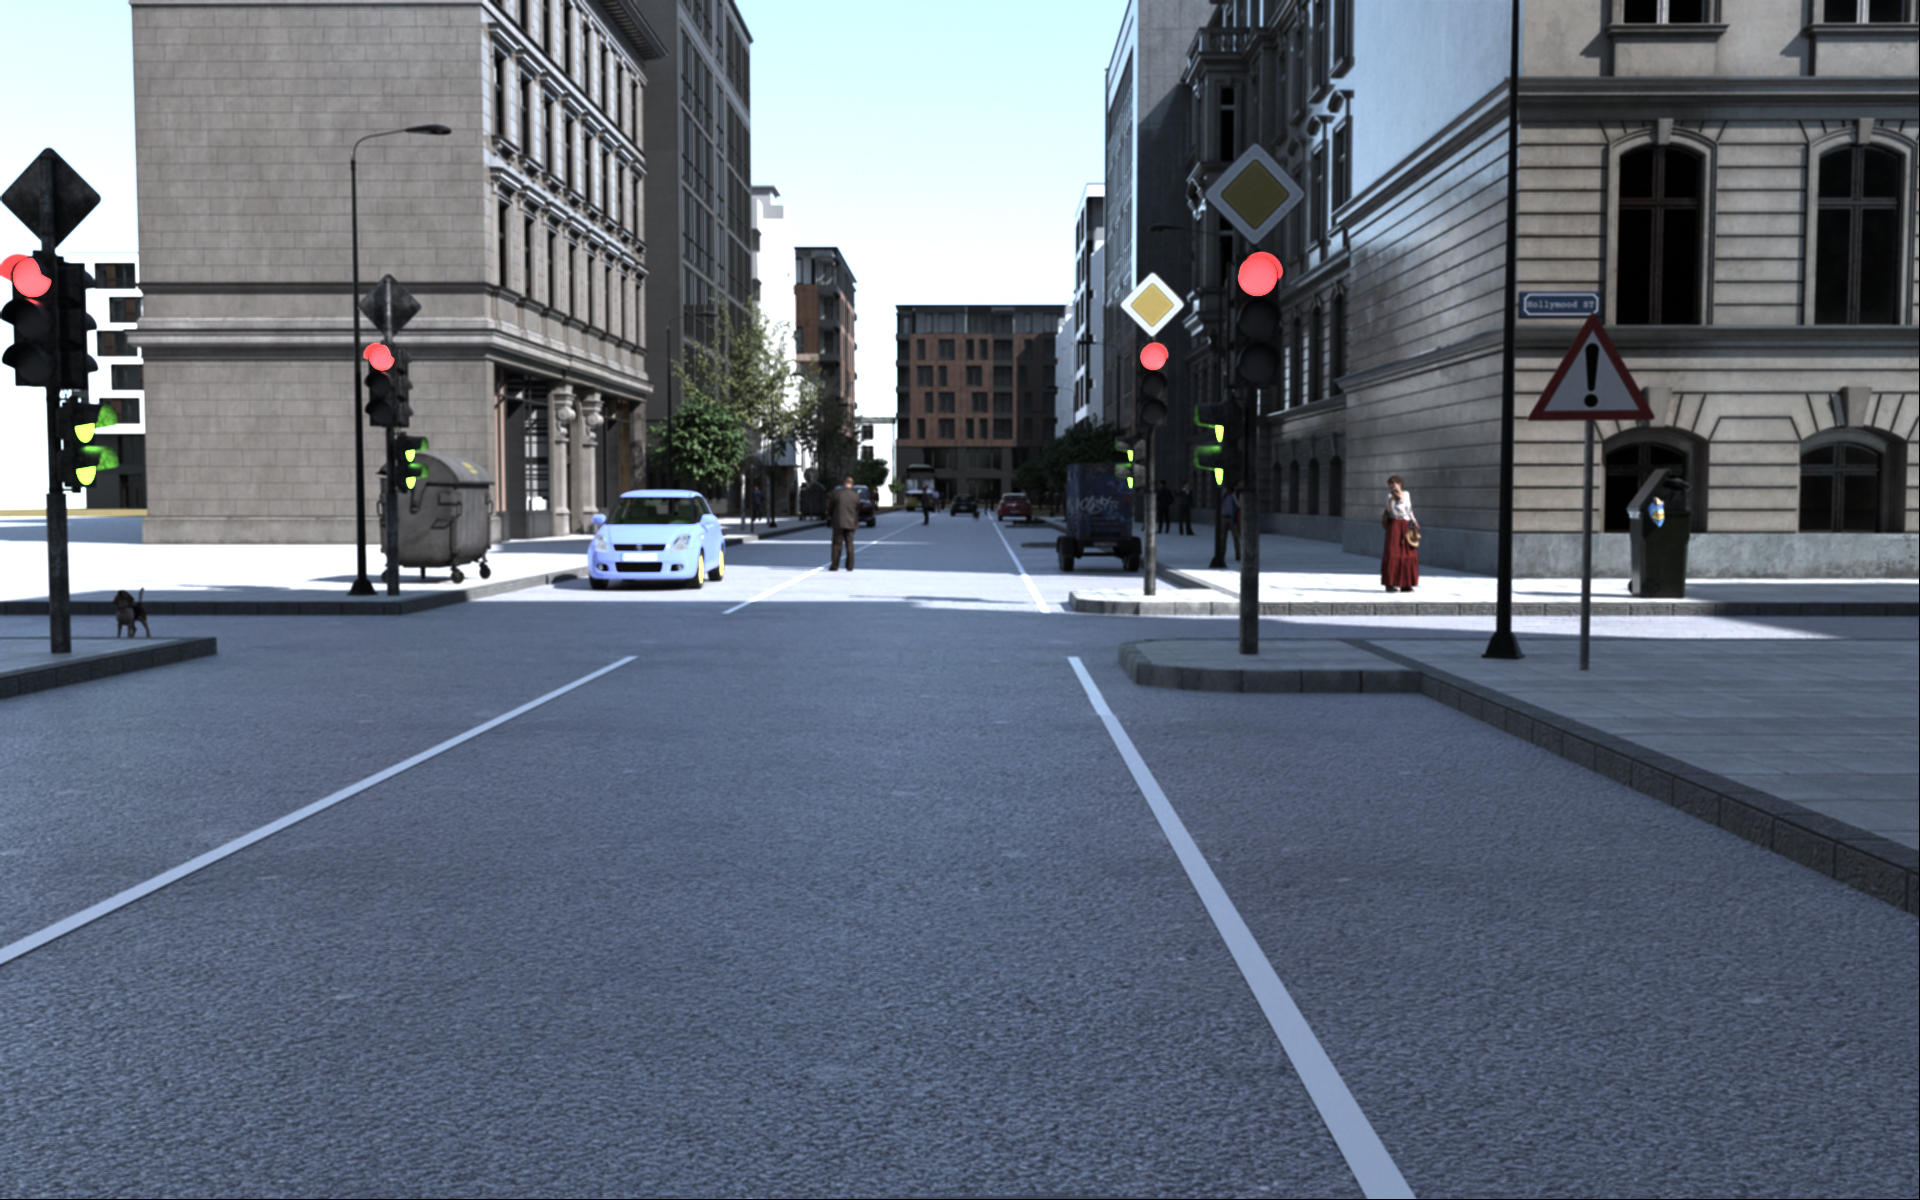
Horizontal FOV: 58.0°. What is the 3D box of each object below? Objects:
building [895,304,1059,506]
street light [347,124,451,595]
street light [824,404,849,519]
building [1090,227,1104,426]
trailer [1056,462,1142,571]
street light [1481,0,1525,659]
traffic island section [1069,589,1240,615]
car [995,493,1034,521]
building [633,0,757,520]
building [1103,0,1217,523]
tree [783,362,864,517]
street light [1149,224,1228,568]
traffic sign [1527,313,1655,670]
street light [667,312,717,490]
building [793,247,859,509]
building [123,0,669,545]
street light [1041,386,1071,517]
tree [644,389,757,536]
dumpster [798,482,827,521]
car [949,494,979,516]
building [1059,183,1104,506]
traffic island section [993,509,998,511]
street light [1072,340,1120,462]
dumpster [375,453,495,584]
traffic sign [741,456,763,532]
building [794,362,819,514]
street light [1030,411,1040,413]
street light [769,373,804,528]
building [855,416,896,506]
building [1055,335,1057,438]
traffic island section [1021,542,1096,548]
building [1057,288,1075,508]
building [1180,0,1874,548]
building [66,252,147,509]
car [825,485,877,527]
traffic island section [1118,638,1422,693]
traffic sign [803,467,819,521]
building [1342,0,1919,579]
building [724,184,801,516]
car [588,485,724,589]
[{"bbox_3d":[9.391,-21.605,197.212,32.646,21.610,27.936,0,4,1],"label":"building"},{"bbox_3d":[-7.079,-3.018,21.891,1.470,5.913,1.316,0,4,1],"label":"street light"},{"bbox_3d":[-6.423,-7.132,89.155,1.470,5.913,1.316,0,4,1],"label":"street light"},{"bbox_3d":[16.269,-15.405,108.285,16.016,20.091,11.380,0,4,1],"label":"building"},{"bbox_3d":[2.580,-1.598,33.168,1.471,1.999,3.904,0,4,-1],"label":"trailer"},{"bbox_3d":[3.732,-2.502,13.455,1.470,5.913,1.316,0,4,1],"label":"street light"},{"bbox_3d":[2.422,0.022,21.915,2.009,0.180,2.903,0,4,1],"label":"traffic island section"},{"bbox_3d":[2.943,-5.164,93.463,2.155,1.783,4.494,0,4,1],"label":"car"},{"bbox_3d":[-17.585,-17.313,76.579,14.314,27.812,24.014,0,4,1],"label":"building"},{"bbox_3d":[13.952,-16.449,86.958,12.078,24.808,19.932,0,4,1],"label":"building"},{"bbox_3d":[-7.916,-8.886,95.643,4.360,8.622,3.978,0,3,0],"label":"tree"},{"bbox_3d":[3.947,-3.512,29.962,1.470,5.913,1.316,0,4,1],"label":"street light"},{"bbox_3d":[4.555,-0.768,12.563,0.884,2.594,0.081,0,4,6],"label":"traffic sign"},{"bbox_3d":[-6.885,-4.387,44.270,1.470,5.913,1.316,0,4,1],"label":"street light"},{"bbox_3d":[-26.265,-19.162,157.268,32.646,21.610,27.936,0,4,1],"label":"building"},{"bbox_3d":[-16.273,-11.846,44.590,10.553,20.767,40.483,0,4,1],"label":"building"},{"bbox_3d":[4.367,-6.228,74.374,1.470,5.913,1.316,0,4,1],"label":"street light"},{"bbox_3d":[-7.880,-4.263,53.410,4.285,4.588,4.351,0,3,0],"label":"tree"},{"bbox_3d":[-7.093,-4.737,83.203,1.264,1.857,1.865,0,4,0],"label":"dumpster"},{"bbox_3d":[0.264,-6.406,114.522,2.009,1.686,4.222,0,4,2],"label":"car"},{"bbox_3d":[22.410,-17.503,130.152,27.936,21.610,32.646,0,4,1],"label":"building"},{"bbox_3d":[3.667,-7.817,150.673,1.991,0.108,1.994,0,4,1],"label":"traffic island section"},{"bbox_3d":[4.251,-4.891,52.504,1.470,5.913,1.316,0,4,1],"label":"street light"},{"bbox_3d":[-7.700,-1.205,25.452,1.264,1.857,1.865,0,4,1],"label":"dumpster"},{"bbox_3d":[-6.948,-3.530,57.828,0.768,2.556,0.104,1,4,9],"label":"traffic sign"},{"bbox_3d":[-14.642,-11.148,124.423,9.099,9.664,28.070,0,4,1],"label":"building"},{"bbox_3d":[4.612,-7.594,96.704,1.470,5.913,1.316,0,4,1],"label":"street light"},{"bbox_3d":[-6.653,-5.742,66.425,1.470,5.913,1.316,0,4,1],"label":"street light"},{"bbox_3d":[-21.182,-15.054,188.274,28.070,9.664,9.099,0,4,1],"label":"building"},{"bbox_3d":[17.144,-18.830,164.291,16.016,20.091,11.380,0,4,1],"label":"building"},{"bbox_3d":[2.666,-1.491,47.242,1.991,0.108,1.994,0,4,1],"label":"traffic island section"},{"bbox_3d":[17.104,-18.135,152.932,16.016,20.091,11.380,0,4,1],"label":"building"},{"bbox_3d":[15.143,-14.712,59.633,14.460,24.649,34.723,0,4,1],"label":"building"},{"bbox_3d":[-58.916,-19.138,156.884,32.646,21.610,27.936,0,4,1],"label":"building"},{"bbox_3d":[-4.776,-4.142,76.402,2.281,1.827,5.304,0,4,-1],"label":"car"},{"bbox_3d":[2.344,0.511,13.930,2.009,0.180,2.903,0,4,1],"label":"traffic island section"},{"bbox_3d":[-7.037,-5.002,81.895,0.768,2.556,0.104,0,4,5],"label":"traffic sign"},{"bbox_3d":[25.286,-12.928,30.461,34.723,24.649,14.460,0,4,1],"label":"building"},{"bbox_3d":[-17.871,-15.141,103.971,16.016,20.091,11.380,0,4,1],"label":"building"},{"bbox_3d":[-4.744,-1.081,27.271,1.945,1.707,3.694,0,4,-1],"label":"car"}]
